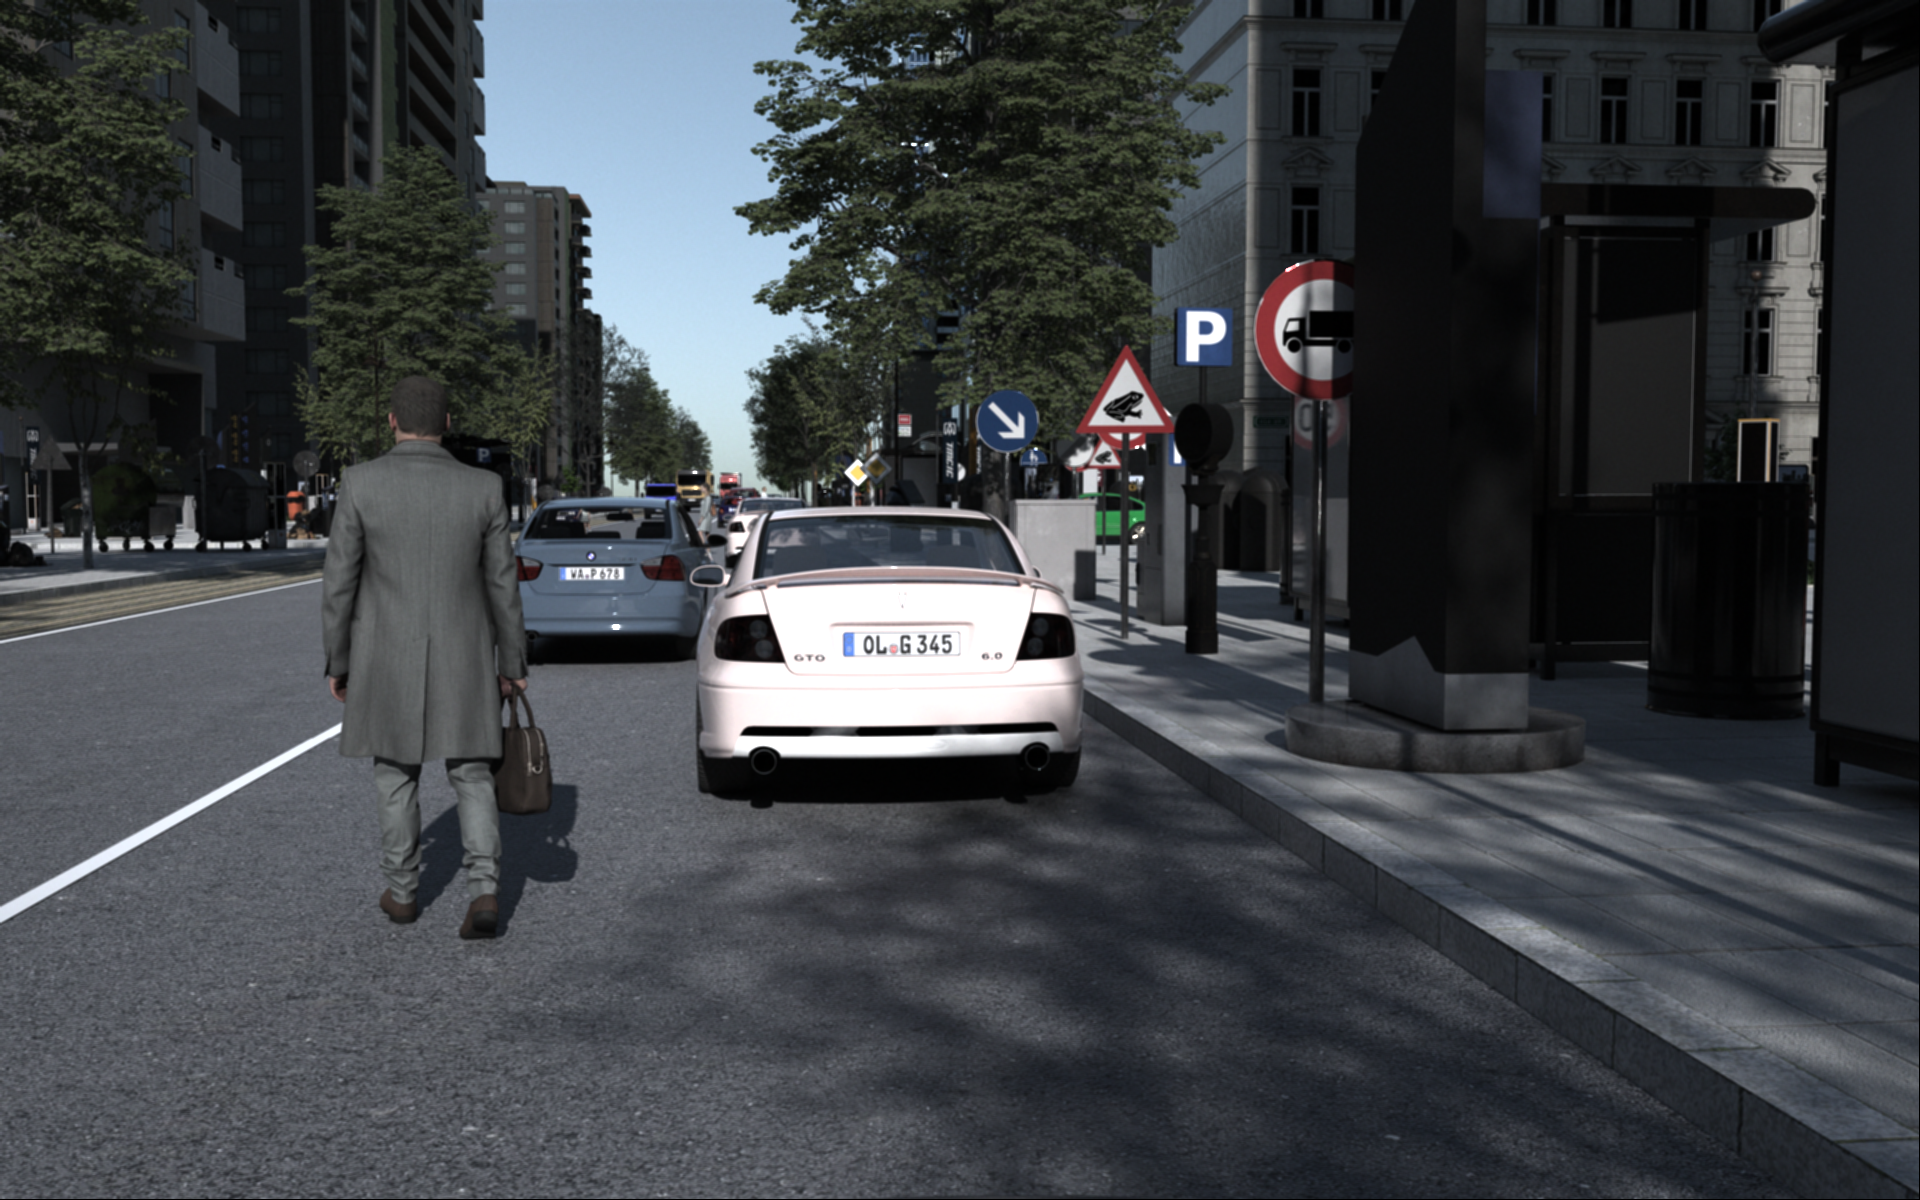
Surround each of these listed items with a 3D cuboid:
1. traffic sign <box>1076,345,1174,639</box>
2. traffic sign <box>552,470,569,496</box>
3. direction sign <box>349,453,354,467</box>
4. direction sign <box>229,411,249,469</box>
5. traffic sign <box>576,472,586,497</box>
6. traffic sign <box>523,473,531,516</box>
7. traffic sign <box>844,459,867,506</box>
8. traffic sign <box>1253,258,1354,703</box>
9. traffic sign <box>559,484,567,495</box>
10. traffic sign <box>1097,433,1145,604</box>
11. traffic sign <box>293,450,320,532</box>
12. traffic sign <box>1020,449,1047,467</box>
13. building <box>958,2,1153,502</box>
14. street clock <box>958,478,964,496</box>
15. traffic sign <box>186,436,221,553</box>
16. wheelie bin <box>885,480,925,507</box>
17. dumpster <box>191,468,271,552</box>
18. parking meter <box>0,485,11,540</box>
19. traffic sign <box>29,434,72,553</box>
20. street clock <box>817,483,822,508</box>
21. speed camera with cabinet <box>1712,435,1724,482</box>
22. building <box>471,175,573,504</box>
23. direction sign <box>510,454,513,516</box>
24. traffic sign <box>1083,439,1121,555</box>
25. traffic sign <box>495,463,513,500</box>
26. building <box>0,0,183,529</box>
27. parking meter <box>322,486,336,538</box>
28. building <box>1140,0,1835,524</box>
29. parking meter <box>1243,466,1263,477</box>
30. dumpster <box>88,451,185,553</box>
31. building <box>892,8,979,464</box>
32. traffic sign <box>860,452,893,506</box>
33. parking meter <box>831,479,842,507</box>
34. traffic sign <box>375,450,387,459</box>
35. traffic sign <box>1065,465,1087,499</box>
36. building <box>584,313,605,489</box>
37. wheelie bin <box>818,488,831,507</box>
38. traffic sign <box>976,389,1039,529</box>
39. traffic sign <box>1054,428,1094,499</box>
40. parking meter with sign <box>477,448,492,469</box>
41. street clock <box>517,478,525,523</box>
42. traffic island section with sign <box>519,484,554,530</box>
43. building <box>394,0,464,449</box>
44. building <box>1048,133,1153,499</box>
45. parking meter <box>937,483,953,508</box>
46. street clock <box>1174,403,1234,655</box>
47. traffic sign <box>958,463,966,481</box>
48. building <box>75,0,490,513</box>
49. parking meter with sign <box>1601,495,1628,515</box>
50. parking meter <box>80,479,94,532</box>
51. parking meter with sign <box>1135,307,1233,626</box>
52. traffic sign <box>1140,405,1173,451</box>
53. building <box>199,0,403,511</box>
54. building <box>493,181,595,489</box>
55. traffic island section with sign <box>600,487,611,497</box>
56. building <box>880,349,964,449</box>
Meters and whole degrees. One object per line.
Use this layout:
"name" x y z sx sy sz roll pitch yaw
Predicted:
"traffic sign" 1.455 -0.932 15.244 0.884 2.594 0.081 0 4 0
"traffic sign" -21.292 -5.645 92.299 0.884 2.594 0.081 0 4 1
"direction sign" -33.384 -6.306 95.102 0.379 3.537 0.876 0 4 -5
"direction sign" -19.762 -3.398 47.557 0.379 3.537 0.876 0 4 8
"traffic sign" -22.757 -6.320 103.337 0.884 2.594 0.081 0 4 -4
"traffic sign" -25.660 -6.306 103.204 0.768 2.556 0.104 0 4 -5
"traffic sign" -2.895 -2.781 49.113 0.795 2.450 0.064 0 4 -6
"traffic sign" 1.967 -0.573 9.483 0.768 2.556 0.104 0 4 -4
"traffic sign" -23.403 -6.304 103.068 0.884 2.594 0.081 0 4 -4
"traffic sign" 1.905 -1.222 20.092 0.768 2.556 0.104 0 4 -6
"traffic sign" -19.055 -3.083 50.507 0.768 2.556 0.104 0 4 -4
"traffic sign" 2.071 -2.973 48.720 0.768 2.556 0.104 0 4 -1
"building" 10.807 -43.288 146.017 20.563 71.187 20.611 0 4 -6
"street clock" 0.056 -4.323 75.254 0.358 2.002 0.471 2 4 30
"traffic sign" -16.487 -2.302 37.749 0.768 2.556 0.104 0 4 3
"wheelie bin" -1.245 -1.868 38.453 0.693 1.594 0.980 2 4 33
"dumpster" -16.337 -2.024 38.849 1.264 1.857 1.865 0 4 -6
"parking meter" -26.527 -2.419 47.962 0.372 1.533 0.369 0 3 0
"traffic sign" -19.770 -2.304 37.667 0.884 2.594 0.081 0 4 -5
"street clock" -9.565 -6.866 116.825 0.471 2.002 0.358 1 4 11
"speed camera with cabinet" 25.780 -3.864 57.516 0.660 3.252 2.038 0 4 -7
"building" -58.020 -33.005 223.231 14.154 41.232 14.086 0 4 -6
"direction sign" -26.174 -6.647 100.678 0.379 3.537 0.876 -1 4 -18
"traffic sign" 3.033 -2.228 36.438 0.884 2.594 0.081 0 4 0
"traffic sign" -18.780 -4.357 71.347 0.768 2.556 0.104 0 4 1
"building" -46.504 -29.416 70.190 28.713 52.752 27.495 0 4 -6
"parking meter" -18.649 -2.616 51.188 0.372 1.533 0.369 0 3 0
"building" 31.028 -18.224 74.373 44.131 29.872 17.030 0 4 -6
"parking meter" 6.217 -1.906 36.876 0.399 1.863 0.255 3 5 40
"dumpster" -18.431 -2.218 38.751 1.502 2.255 1.985 0 4 -7
"building" -1.714 -58.442 268.197 22.319 86.520 31.000 0 4 -6
"traffic sign" -1.989 -2.296 41.179 0.795 2.450 0.064 0 4 -6
"parking meter" -4.697 -3.686 65.984 0.399 1.863 0.255 -3 5 -43
"traffic sign" -13.263 -2.219 39.917 0.795 2.450 0.064 0 4 -6
"traffic sign" 2.724 -2.451 40.172 0.768 2.556 0.104 0 4 -1
"building" -62.721 -30.295 267.031 14.160 30.474 14.107 0 4 -6
"wheelie bin" -7.213 -5.201 92.937 0.980 1.594 0.693 1 4 18
"traffic sign" 0.579 -1.291 21.213 0.768 2.556 0.104 0 4 3
"traffic sign" 2.192 -2.028 33.265 0.768 2.556 0.104 0 4 -1
"parking meter with sign" -17.931 -4.166 64.377 0.543 3.016 1.738 0 4 3
"street clock" -19.607 -4.449 77.310 0.358 2.002 0.471 0 4 1
"traffic island section with sign" -16.747 -3.762 70.133 1.989 1.847 2.006 0 4 -6
"building" -50.309 -30.975 130.142 21.300 48.544 21.600 0 4 -6
"building" 10.044 -15.594 105.875 10.553 20.767 40.483 0 4 -6
"parking meter" -0.367 -2.018 41.398 0.372 1.533 0.369 0 3 0
"street clock" 1.947 -0.570 13.891 0.358 2.002 0.471 -2 4 -33
"traffic sign" -0.158 -4.306 70.516 0.768 2.556 0.104 0 4 -2
"building" -57.447 -34.534 153.862 28.713 52.752 27.495 0 4 -6
"parking meter with sign" 13.356 -2.386 35.274 0.543 3.016 1.738 1 4 11
"parking meter" -29.288 -3.206 58.130 0.399 1.863 0.255 -2 4 -30
"parking meter with sign" 2.130 -1.274 17.088 0.543 3.016 1.738 -1 4 -10
"traffic sign" 2.515 -1.269 21.932 0.795 2.450 0.064 0 4 -5
"building" -44.179 -26.077 109.953 14.154 41.232 14.086 0 4 -6
"building" -63.828 -36.101 244.882 22.147 44.769 28.867 0 4 -6
"traffic island section with sign" -19.824 -5.409 97.070 1.989 1.847 2.006 0 4 -6
"building" 3.749 -24.200 240.716 27.650 21.520 28.899 0 4 -6
